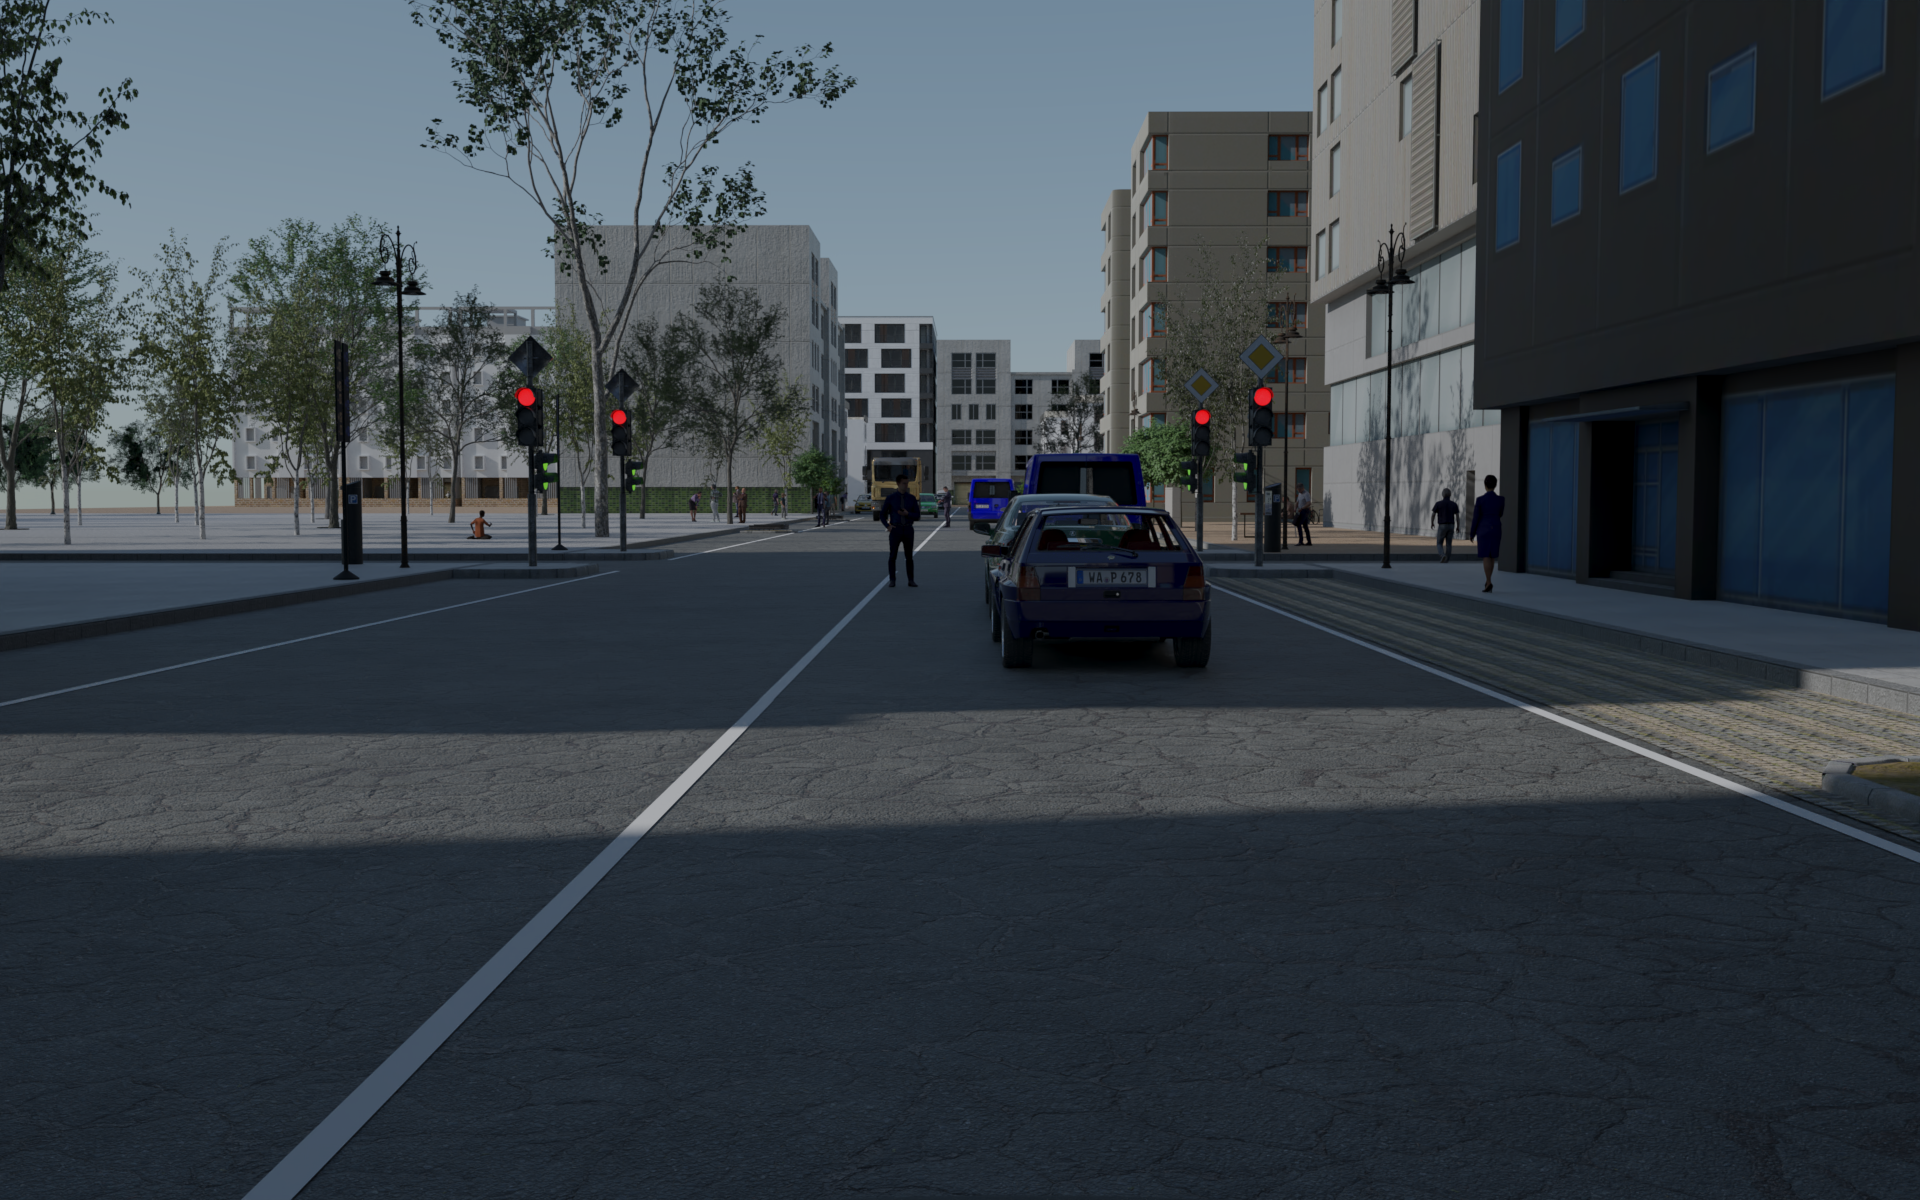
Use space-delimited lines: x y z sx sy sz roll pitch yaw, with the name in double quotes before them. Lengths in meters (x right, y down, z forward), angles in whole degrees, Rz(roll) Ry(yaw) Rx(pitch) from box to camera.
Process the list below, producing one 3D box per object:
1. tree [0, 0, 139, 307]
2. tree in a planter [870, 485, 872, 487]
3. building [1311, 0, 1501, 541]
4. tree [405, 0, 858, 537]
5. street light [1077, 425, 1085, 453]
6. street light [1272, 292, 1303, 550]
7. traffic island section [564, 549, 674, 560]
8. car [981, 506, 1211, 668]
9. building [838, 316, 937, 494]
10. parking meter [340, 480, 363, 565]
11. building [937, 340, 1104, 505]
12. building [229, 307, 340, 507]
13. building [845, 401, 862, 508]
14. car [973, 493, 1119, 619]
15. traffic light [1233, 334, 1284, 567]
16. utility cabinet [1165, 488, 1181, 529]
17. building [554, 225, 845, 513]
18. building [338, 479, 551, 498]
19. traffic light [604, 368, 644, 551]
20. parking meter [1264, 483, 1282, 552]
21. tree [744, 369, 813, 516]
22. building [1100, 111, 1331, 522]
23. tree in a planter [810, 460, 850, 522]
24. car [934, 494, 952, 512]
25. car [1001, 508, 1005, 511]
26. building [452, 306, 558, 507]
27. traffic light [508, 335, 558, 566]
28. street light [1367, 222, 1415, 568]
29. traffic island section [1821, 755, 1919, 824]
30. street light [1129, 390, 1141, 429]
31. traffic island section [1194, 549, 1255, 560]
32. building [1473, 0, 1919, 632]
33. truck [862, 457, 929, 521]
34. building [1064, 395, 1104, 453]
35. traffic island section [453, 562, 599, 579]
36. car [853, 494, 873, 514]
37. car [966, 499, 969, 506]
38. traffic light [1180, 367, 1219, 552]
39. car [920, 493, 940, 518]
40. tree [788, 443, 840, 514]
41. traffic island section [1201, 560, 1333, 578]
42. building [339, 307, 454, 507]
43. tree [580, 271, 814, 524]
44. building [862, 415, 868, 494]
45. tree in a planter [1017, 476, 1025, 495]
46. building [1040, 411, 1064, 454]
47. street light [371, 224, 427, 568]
"tree" -10.691 -4.162 18.409 4.360 8.622 3.978 0 3 0
"tree in a planter" -6.476 -8.764 140.516 1.991 3.239 1.994 0 4 0
"building" 26.396 -28.331 52.445 27.495 52.752 28.713 0 4 0
"tree" -9.743 -11.865 49.878 12.611 20.169 13.585 0 3 0
"street light" 7.904 -8.597 113.345 0.468 5.910 1.993 0 4 0
"street light" 7.505 -4.101 39.836 0.468 5.910 1.993 0 4 0
"traffic island section" -7.561 -1.011 38.811 2.009 0.180 2.903 0 4 0
"car" 1.177 -0.187 15.638 1.945 1.354 3.894 0 4 -1
"building" -19.296 -22.562 212.856 32.646 21.610 27.936 0 4 0
"parking meter" -11.109 -1.420 31.622 0.372 1.533 0.369 0 3 0
"building" 13.168 -20.810 206.703 31.486 18.905 16.747 0 4 0
"building" -67.547 -19.877 181.413 11.380 20.091 16.016 0 4 0
"building" -14.754 -13.322 159.963 9.099 9.664 28.070 0 4 0
"car" 1.232 -0.578 21.257 2.131 1.459 4.920 0 3 0
"traffic light" 5.280 -2.550 30.610 0.839 4.253 0.868 0 4 0
"utility cabinet" 7.326 -3.110 59.527 0.318 1.500 1.173 0 4 -5
"building" -18.153 -16.112 129.881 16.747 18.905 31.486 0 4 0
"building" -63.638 -20.825 206.952 31.486 18.905 16.747 0 4 0
"traffic light" -7.521 -3.043 38.676 0.839 4.253 0.868 0 4 0
"parking meter" 6.894 -1.821 38.180 0.372 1.533 0.369 0 3 0
"tree" -10.380 -9.219 101.090 4.737 8.622 4.395 0 3 0
"building" 22.428 -15.159 92.886 27.650 21.520 28.899 0 4 0
"tree in a planter" -6.838 -5.754 91.296 1.991 3.239 1.994 0 4 0
"car" -1.669 -8.089 142.041 2.009 1.686 4.222 0 4 1
"car" 2.301 -2.516 53.506 2.083 1.381 4.827 0 4 1
"building" -44.532 -19.850 180.971 11.380 20.091 16.016 0 4 0
"traffic light" -7.581 -2.555 30.691 0.839 4.253 0.868 0 4 0
"street light" 7.378 -3.486 29.781 0.468 5.910 1.993 0 4 0
"traffic island section" 5.141 0.912 7.949 1.991 0.108 1.994 0 4 0
"street light" 7.749 -6.372 76.969 0.468 5.910 1.993 0 4 0
"traffic island section" 5.380 -1.005 38.709 2.009 0.180 2.903 0 4 0
"building" 15.519 -22.680 20.930 14.600 45.320 14.200 0 4 0
"truck" -3.407 -5.989 93.839 3.469 3.379 9.791 0 4 -1
"building" 14.339 -12.547 147.295 9.099 9.664 28.070 0 4 0
"traffic island section" -7.621 -0.523 30.826 2.009 0.180 2.903 0 4 0
"car" -6.745 -7.111 126.486 2.015 1.641 3.980 0 4 1
"car" 1.535 -8.829 154.575 2.015 1.641 3.980 0 4 0
"traffic light" 5.340 -3.038 38.595 0.839 4.253 0.868 0 4 0
"car" -2.203 -5.834 104.186 1.959 1.807 4.718 0 4 -1
"tree" -9.329 -7.752 110.455 4.285 4.588 4.351 0 3 0
"traffic island section" 5.320 -0.516 30.724 2.009 0.180 2.903 0 4 0
"building" -56.168 -19.867 181.249 11.380 20.091 16.016 0 4 0
"tree" -10.021 -8.501 73.400 8.767 10.594 7.601 2 4 31
"building" -24.100 -14.854 185.007 28.070 9.664 9.099 0 4 0
"tree in a planter" 6.343 -10.435 167.832 1.991 3.239 1.994 0 4 0
"building" 13.134 -14.262 175.323 9.099 9.664 28.070 0 4 0
"street light" -9.666 -3.497 29.971 0.468 5.910 1.993 0 4 0
